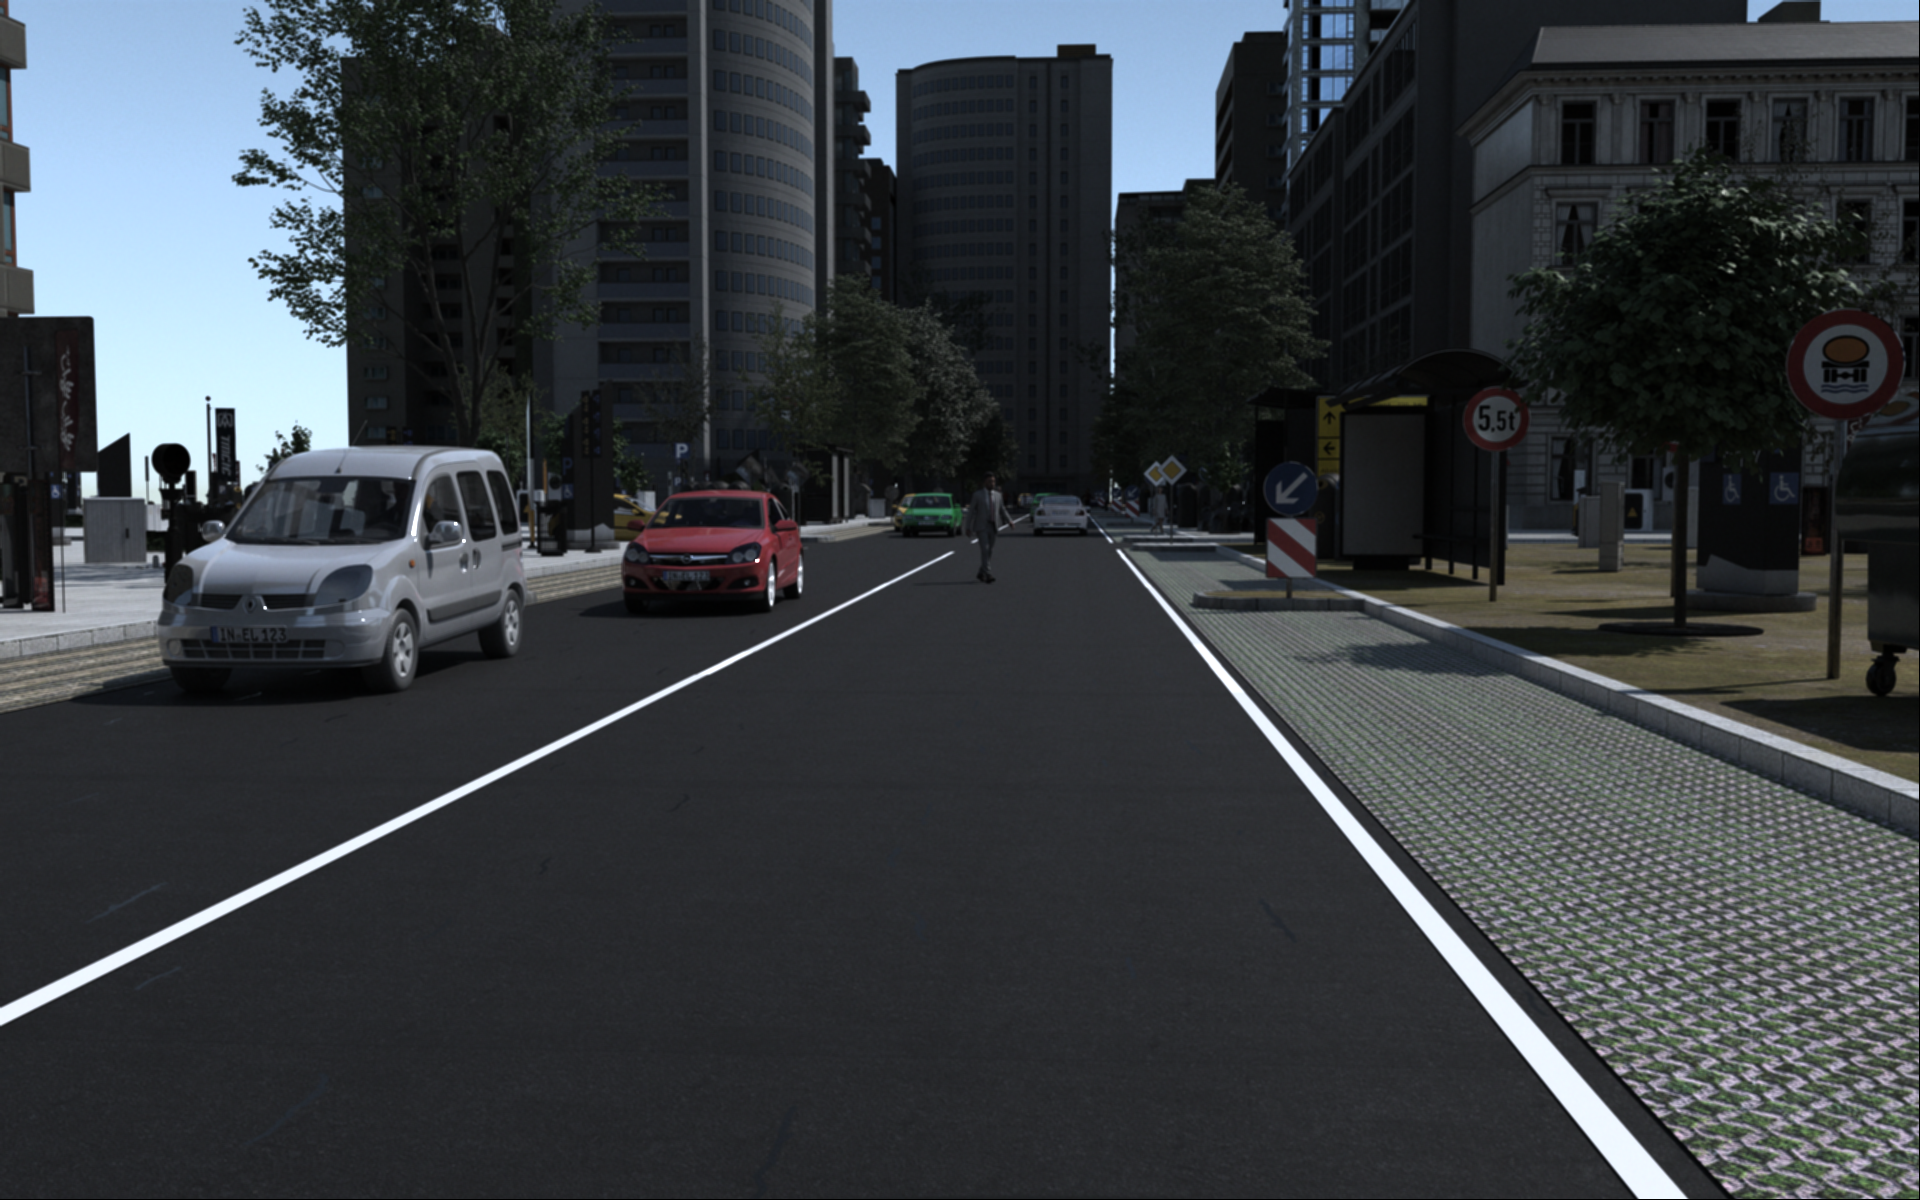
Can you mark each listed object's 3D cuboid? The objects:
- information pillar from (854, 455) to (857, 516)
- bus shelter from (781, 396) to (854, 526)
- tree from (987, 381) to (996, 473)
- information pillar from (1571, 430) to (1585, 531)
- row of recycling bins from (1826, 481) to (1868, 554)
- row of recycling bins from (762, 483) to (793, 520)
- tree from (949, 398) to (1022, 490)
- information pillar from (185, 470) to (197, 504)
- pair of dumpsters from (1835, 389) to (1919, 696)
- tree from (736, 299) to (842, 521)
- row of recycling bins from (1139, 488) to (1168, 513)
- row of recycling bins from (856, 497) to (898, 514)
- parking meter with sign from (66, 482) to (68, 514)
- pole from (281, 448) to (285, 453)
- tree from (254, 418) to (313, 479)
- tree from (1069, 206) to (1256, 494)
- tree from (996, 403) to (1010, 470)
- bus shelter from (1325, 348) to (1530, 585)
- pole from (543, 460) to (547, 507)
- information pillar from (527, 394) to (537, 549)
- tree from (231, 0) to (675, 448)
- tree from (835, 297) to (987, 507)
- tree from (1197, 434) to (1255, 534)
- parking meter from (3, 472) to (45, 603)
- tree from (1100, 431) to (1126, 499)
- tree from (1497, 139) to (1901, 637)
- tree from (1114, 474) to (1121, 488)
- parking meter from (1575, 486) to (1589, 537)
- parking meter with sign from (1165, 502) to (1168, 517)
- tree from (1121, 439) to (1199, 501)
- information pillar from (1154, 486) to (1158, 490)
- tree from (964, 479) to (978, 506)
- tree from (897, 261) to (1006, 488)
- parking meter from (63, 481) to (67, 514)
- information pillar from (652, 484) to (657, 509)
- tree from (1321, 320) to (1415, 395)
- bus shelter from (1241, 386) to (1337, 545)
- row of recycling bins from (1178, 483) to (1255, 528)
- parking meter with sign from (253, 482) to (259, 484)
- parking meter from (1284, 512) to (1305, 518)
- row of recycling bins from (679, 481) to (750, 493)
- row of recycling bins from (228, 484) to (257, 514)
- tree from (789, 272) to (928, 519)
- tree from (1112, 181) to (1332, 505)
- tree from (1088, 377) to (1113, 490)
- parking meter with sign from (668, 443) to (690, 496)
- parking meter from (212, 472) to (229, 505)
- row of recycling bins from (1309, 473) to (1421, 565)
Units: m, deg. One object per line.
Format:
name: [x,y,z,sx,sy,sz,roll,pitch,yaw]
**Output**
information pillar: [-6.243,-6.682,100.609,0.504,3.616,0.183,0,4,-3]
bus shelter: [-6.094,-5.856,73.379,2.179,5.291,8.768,0,4,4]
tree: [-3.488,-13.271,123.635,9.857,13.997,8.962,0,3,0]
information pillar: [21.298,-4.173,59.580,0.504,3.616,0.183,-2,4,-34]
row of recycling bins: [20.664,-1.890,38.011,3.534,1.692,1.069,-1,4,-16]
row of recycling bins: [-7.747,-3.340,61.722,3.534,1.692,1.069,-1,4,-10]
tree: [2.463,-17.336,200.446,9.611,12.733,9.660,0,3,0]
information pillar: [-23.980,-3.030,54.027,0.304,2.012,0.304,-1,4,-19]
pair of dumpsters: [6.261,-0.393,8.912,1.574,2.255,4.437,0,4,4]
tree: [-6.321,-7.010,64.968,4.737,8.622,4.395,0,3,0]
row of recycling bins: [13.769,-6.691,116.508,3.534,1.692,1.069,1,4,15]
row of recycling bins: [-5.493,-6.302,110.157,3.534,1.692,1.069,2,4,27]
parking meter with sign: [-59.194,-7.210,114.145,1.738,3.016,0.543,2,4,26]
pole: [-30.007,-5.077,76.853,0.158,3.312,0.155,0,3,0]
tree: [-16.918,-3.049,44.449,1.663,3.219,1.824,0,3,0]
tree: [13.504,-15.694,112.482,12.611,20.169,13.585,0,3,0]
tree: [0.285,-15.898,166.581,9.857,13.997,8.962,0,3,0]
bus shelter: [7.047,-2.008,26.755,2.014,3.302,5.546,0,4,4]
pole: [-23.554,-6.386,98.251,0.158,3.312,0.155,0,3,0]
information pillar: [-10.103,-3.022,40.761,0.183,3.616,0.504,-1,4,-22]
tree: [-8.938,-6.451,31.233,9.928,11.665,9.643,0,3,0]
tree: [-3.437,-12.531,111.542,9.857,13.997,8.962,0,3,0]
tree: [8.395,-3.739,55.727,1.663,3.219,1.824,0,3,0]
parking meter: [-11.049,-0.903,20.470,0.399,1.863,0.255,0,4,-8]
tree: [17.958,-14.917,194.254,4.360,8.622,3.978,0,3,0]
tree: [6.833,-1.980,16.082,4.285,4.588,4.351,0,3,0]
tree: [16.761,-11.445,170.836,4.285,4.588,4.351,0,3,0]
parking meter: [18.790,-2.684,52.301,0.372,1.533,0.369,0,3,0]
parking meter with sign: [12.162,-6.124,96.392,1.738,3.016,0.543,0,4,-6]
tree: [12.090,-7.076,99.405,4.285,4.588,4.351,0,3,0]
information pillar: [13.889,-7.202,122.251,0.304,2.012,0.304,-3,4,-36]
tree: [1.241,-11.917,189.440,1.663,3.219,1.824,0,3,0]
tree: [-3.154,-17.601,143.670,12.611,20.169,13.585,0,3,0]
parking meter: [-40.415,-4.421,77.987,0.255,1.863,0.399,0,4,-8]
information pillar: [-21.623,-7.220,122.536,0.304,2.012,0.304,1,4,9]
tree: [17.184,-7.467,72.454,4.360,8.622,3.978,0,3,0]
bus shelter: [7.763,-3.027,40.769,1.731,3.624,6.357,0,4,4]
row of recycling bins: [9.935,-3.577,65.602,3.534,1.692,1.069,2,4,25]
parking meter with sign: [-43.492,-6.804,107.512,1.738,3.016,0.543,0,4,-5]
parking meter: [6.811,-1.813,35.348,0.399,1.863,0.255,-1,4,-13]
row of recycling bins: [-7.808,-2.936,55.112,1.069,1.692,3.534,-3,5,-40]
row of recycling bins: [-28.628,-3.930,71.376,3.534,1.692,1.069,-2,4,-35]
tree: [-5.262,-10.459,89.139,7.486,12.596,7.792,0,3,0]
tree: [9.799,-8.886,63.414,7.486,12.596,7.792,0,3,0]
tree: [14.074,-13.312,135.773,7.486,12.596,7.792,0,3,0]
parking meter with sign: [-9.730,-3.868,59.511,0.543,3.016,1.738,-1,4,-21]
parking meter: [-19.524,-2.445,45.692,0.255,1.863,0.399,2,4,28]
row of recycling bins: [7.680,-1.577,32.903,1.069,1.692,3.534,-1,4,-14]
